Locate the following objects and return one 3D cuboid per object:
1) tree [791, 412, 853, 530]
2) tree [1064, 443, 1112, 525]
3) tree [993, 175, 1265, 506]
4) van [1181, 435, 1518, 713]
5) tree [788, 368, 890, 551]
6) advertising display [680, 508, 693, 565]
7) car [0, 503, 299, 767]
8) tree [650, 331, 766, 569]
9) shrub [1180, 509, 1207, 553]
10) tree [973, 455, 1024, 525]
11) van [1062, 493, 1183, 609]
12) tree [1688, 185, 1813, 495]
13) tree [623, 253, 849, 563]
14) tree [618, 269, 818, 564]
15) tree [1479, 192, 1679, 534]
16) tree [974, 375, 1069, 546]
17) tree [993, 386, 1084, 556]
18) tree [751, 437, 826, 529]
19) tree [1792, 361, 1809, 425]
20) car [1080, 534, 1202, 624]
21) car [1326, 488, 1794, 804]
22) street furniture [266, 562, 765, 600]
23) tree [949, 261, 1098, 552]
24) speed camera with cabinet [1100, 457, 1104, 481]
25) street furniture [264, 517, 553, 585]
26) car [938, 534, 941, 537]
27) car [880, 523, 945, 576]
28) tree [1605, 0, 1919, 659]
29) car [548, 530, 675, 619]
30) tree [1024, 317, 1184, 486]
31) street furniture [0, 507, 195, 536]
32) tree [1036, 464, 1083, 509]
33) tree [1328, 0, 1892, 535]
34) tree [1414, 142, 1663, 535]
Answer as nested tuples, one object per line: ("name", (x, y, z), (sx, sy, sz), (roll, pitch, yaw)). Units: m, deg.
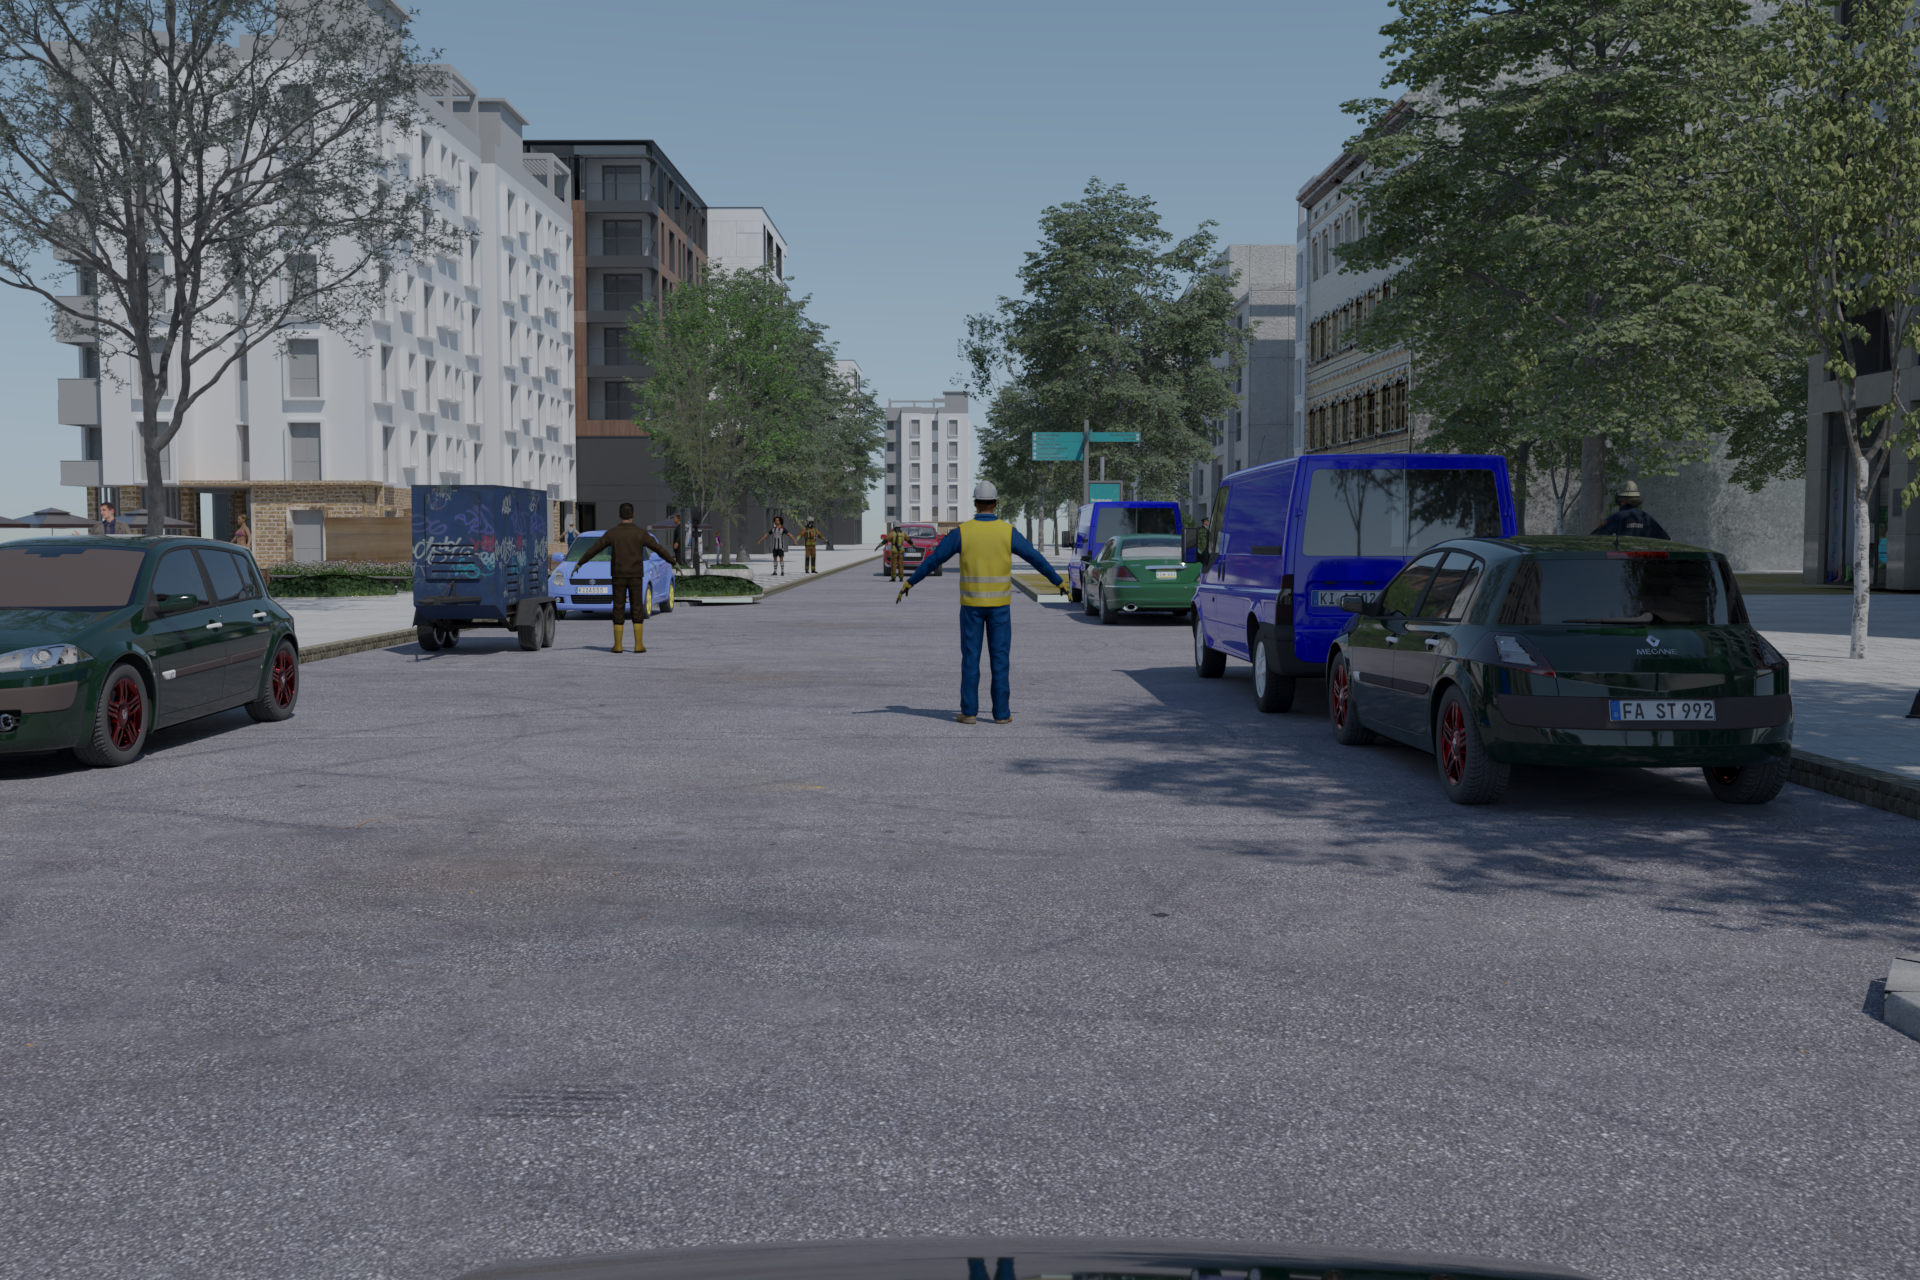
("tree", (-9.232, -9.354, 103.293), (4.360, 8.622, 3.978), (0, 3, 0))
("tree", (5.915, -8.176, 84.045), (4.360, 8.622, 3.978), (0, 3, 0))
("tree", (5.883, -9.473, 61.545), (9.857, 13.997, 8.962), (0, 3, 0))
("van", (3.320, -0.682, 15.542), (2.240, 2.365, 5.245), (0, 4, -2))
("tree", (-10.057, -13.785, 132.041), (9.857, 13.997, 8.962), (0, 3, 0))
("advertising display", (-6.806, -2.317, 43.104), (0.123, 1.923, 0.974), (0, 4, 1))
("car", (-6.008, -0.129, 11.891), (2.009, 1.686, 4.222), (0, 4, 0))
("tree", (-9.563, -6.900, 63.174), (4.360, 8.622, 3.978), (0, 3, 0))
("shrub", (6.560, -2.909, 51.606), (1.661, 2.075, 1.752), (0, 3, 0))
("tree", (5.386, -19.300, 233.687), (7.486, 12.596, 7.792), (0, 3, 0))
("van", (3.256, -1.849, 34.607), (2.240, 2.365, 5.245), (0, 4, -1))
("tree", (26.789, -8.339, 54.471), (7.486, 12.596, 7.792), (0, 3, 0))
("tree", (-9.903, -10.469, 77.823), (9.857, 13.997, 8.962), (0, 3, 0))
("tree", (-9.513, -8.777, 69.265), (9.928, 11.665, 9.643), (0, 3, 0))
("tree", (13.078, -5.317, 37.288), (4.737, 8.622, 4.395), (0, 3, 0))
("tree", (5.548, -14.113, 137.397), (9.857, 13.997, 8.962), (0, 3, 0))
("tree", (5.449, -10.294, 102.718), (7.601, 10.594, 8.767), (-1, 4, -14))
("tree", (-9.067, -8.314, 86.304), (4.737, 8.622, 4.395), (0, 3, 0))
("tree", (25.189, -5.883, 46.549), (4.360, 8.622, 3.978), (0, 3, 0))
("car", (3.128, -1.052, 28.992), (2.131, 1.459, 4.920), (0, 4, -1))
("car", (3.441, -0.048, 10.576), (2.009, 1.686, 4.222), (0, 4, -1))
("street furniture", (-9.039, -1.281, 36.577), (10.072, 0.657, 5.734), (0, 4, 2))
("tree", (5.460, -16.091, 118.973), (12.611, 20.169, 13.585), (0, 3, 0))
("speed camera with cabinet", (3.860, -3.025, 43.800), (0.660, 3.252, 2.038), (0, 4, -2))
("street furniture", (-15.233, -2.420, 46.420), (9.812, 1.723, 11.010), (2, 4, 23))
("car", (-1.809, -7.669, 137.183), (2.131, 1.459, 4.920), (0, 4, -1))
("car", (-1.619, -3.167, 60.456), (2.281, 1.827, 5.304), (0, 4, -1))
("tree", (9.022, -4.104, 17.462), (4.737, 8.622, 4.395), (0, 3, 0))
("car", (-6.077, -1.268, 30.318), (1.945, 1.707, 3.694), (0, 4, 0))
("tree", (6.228, -8.504, 73.454), (8.767, 10.594, 7.601), (2, 4, 31))
("street furniture", (-27.733, -2.273, 42.198), (14.083, 1.986, 27.439), (0, 4, -1))
("tree", (6.285, -8.577, 90.600), (4.737, 8.622, 4.395), (0, 3, 0))
("tree", (9.181, -6.540, 25.063), (7.486, 12.596, 7.792), (0, 3, 0))
("tree", (16.415, -8.034, 49.480), (7.486, 12.596, 7.792), (0, 3, 0))
